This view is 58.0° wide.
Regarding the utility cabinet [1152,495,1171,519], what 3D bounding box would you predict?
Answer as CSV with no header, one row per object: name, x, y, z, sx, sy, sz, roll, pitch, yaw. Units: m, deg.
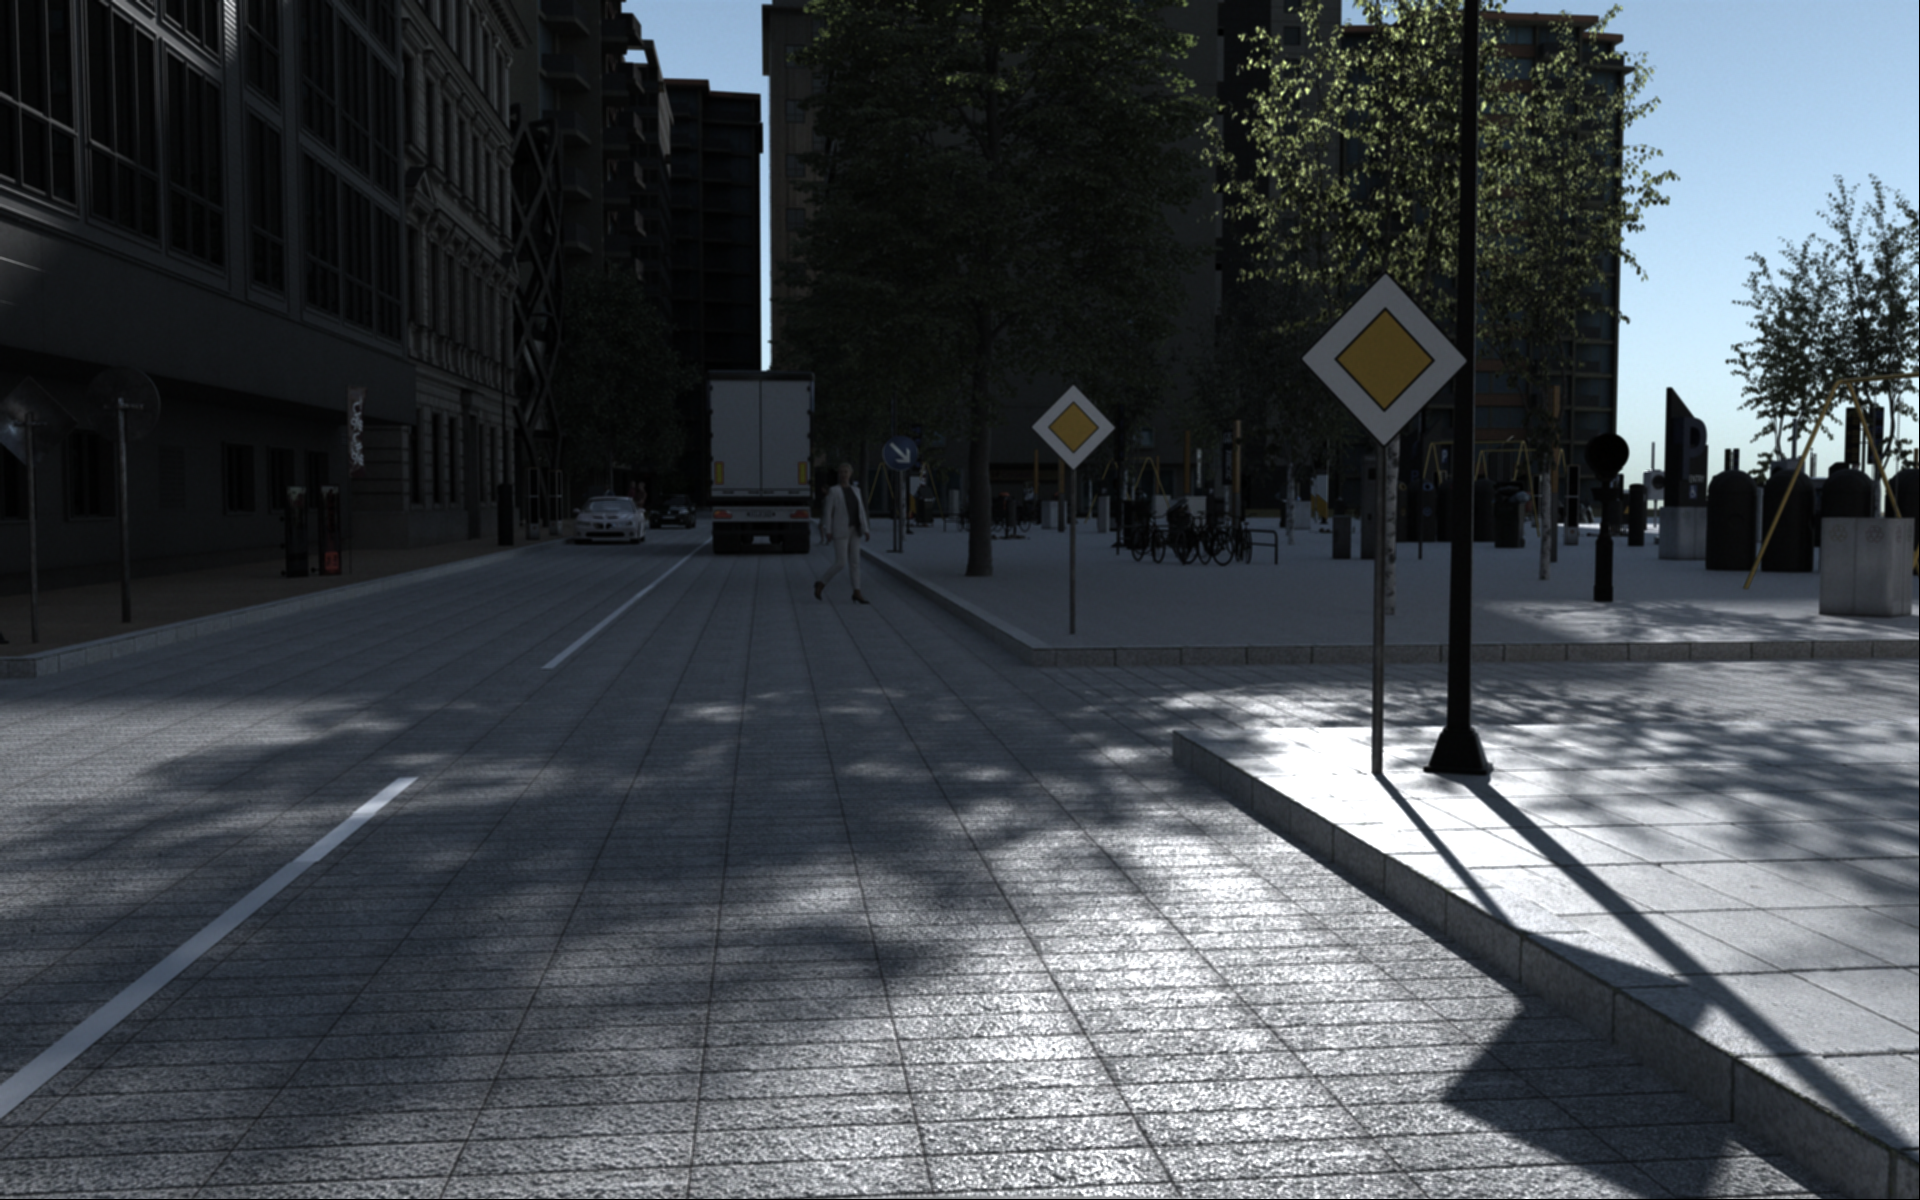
utility cabinet,10.544,-4.867,90.743,1.020,1.237,0.306,-2,4,-31

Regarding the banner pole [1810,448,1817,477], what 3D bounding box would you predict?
banner pole,46.462,-6.383,94.385,0.863,3.779,0.401,-3,5,-40

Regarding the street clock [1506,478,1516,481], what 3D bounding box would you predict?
street clock,25.222,-4.571,79.301,0.471,2.002,0.358,-2,4,-32

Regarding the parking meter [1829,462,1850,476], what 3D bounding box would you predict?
parking meter,16.201,-1.606,31.965,0.255,1.863,0.399,0,4,8

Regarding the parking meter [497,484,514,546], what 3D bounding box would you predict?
parking meter,-11.314,-2.122,43.099,0.372,1.533,0.369,0,3,0

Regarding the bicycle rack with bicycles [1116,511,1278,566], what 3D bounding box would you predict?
bicycle rack with bicycles,4.638,-1.145,32.097,2.852,0.926,2.925,-1,4,-10

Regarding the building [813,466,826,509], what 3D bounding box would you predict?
building,-2.712,-43.778,154.019,20.563,71.187,20.611,0,4,-6

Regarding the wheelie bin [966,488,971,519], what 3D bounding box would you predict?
wheelie bin,0.780,-4.811,86.569,0.980,1.594,0.693,0,4,2

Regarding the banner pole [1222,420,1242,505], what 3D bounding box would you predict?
banner pole,9.271,-4.205,58.774,0.863,3.779,0.401,2,4,28

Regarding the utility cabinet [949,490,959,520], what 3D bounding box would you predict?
utility cabinet,-0.284,-4.685,85.283,0.318,1.500,1.173,-1,4,-11

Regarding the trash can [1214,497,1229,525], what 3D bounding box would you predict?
trash can,10.989,-3.747,72.925,0.748,1.137,0.748,0,3,0

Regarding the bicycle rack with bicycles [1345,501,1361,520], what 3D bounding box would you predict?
bicycle rack with bicycles,20.448,-4.507,87.067,2.852,0.926,2.925,-1,4,-11

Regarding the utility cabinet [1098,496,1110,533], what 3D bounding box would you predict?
utility cabinet,4.751,-2.822,57.299,0.306,1.237,1.020,1,4,11

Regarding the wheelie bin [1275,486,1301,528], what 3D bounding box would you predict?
wheelie bin,12.528,-3.569,66.254,0.980,1.594,0.693,1,4,9

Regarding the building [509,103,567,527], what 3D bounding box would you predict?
building,-23.966,-12.178,66.557,16.820,18.784,16.811,0,4,-6

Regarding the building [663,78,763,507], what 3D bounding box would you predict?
building,-35.206,-32.301,182.743,28.867,44.769,22.147,0,4,-6

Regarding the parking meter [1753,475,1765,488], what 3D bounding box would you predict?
parking meter,24.494,-2.909,53.268,0.399,1.863,0.255,0,4,7

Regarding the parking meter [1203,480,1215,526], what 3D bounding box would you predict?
parking meter,10.073,-3.935,70.050,0.399,1.863,0.255,-2,4,-26

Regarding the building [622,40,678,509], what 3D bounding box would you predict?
building,-36.470,-27.814,146.643,23.993,40.220,32.217,0,4,-6

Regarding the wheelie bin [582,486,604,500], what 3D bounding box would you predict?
wheelie bin,-14.101,-3.610,66.929,0.980,1.594,0.693,-1,4,-10

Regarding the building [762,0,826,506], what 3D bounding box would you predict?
building,-7.603,-36.698,189.248,27.495,52.752,28.713,0,4,-6

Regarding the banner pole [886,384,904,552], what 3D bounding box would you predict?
banner pole,-1.472,-2.963,38.455,0.401,3.779,0.863,-1,4,-9

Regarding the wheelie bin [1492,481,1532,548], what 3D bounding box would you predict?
wheelie bin,13.160,-2.049,41.414,0.980,1.594,0.693,2,4,33

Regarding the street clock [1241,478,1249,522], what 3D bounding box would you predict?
street clock,13.106,-4.623,80.157,0.471,2.002,0.358,1,4,18

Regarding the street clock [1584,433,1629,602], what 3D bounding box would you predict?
street clock,7.704,-0.986,20.687,0.471,2.002,0.358,1,4,10

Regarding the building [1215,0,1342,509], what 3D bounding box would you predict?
building,21.441,-44.009,157.798,20.611,71.187,20.563,0,4,-6

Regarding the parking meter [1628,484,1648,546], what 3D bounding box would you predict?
parking meter,16.726,-2.104,42.810,0.372,1.533,0.369,0,3,0

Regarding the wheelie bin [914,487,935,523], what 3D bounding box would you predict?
wheelie bin,-1.599,-4.157,75.871,0.980,1.594,0.693,-2,4,-32

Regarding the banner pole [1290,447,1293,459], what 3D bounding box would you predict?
banner pole,16.010,-5.728,83.663,0.401,3.779,0.863,0,4,0

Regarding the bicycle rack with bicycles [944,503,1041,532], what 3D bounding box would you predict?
bicycle rack with bicycles,0.716,-2.802,59.192,2.852,0.926,2.925,-2,4,-28

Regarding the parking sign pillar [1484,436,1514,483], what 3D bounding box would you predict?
parking sign pillar,25.062,-5.634,80.580,1.447,3.967,1.447,-1,4,-17

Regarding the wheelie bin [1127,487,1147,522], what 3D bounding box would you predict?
wheelie bin,8.241,-4.452,80.698,0.980,1.594,0.693,-1,4,-12

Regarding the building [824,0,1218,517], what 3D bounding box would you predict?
building,2.778,-29.443,105.089,21.300,48.544,21.600,0,4,-6

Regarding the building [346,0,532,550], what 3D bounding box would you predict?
building,-18.412,-11.208,47.871,10.561,19.102,19.286,0,4,-6

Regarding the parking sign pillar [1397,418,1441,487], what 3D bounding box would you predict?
parking sign pillar,16.497,-4.462,61.423,1.447,3.967,1.447,-3,5,-42

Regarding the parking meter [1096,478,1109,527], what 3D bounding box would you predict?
parking meter,5.319,-3.604,64.639,0.399,1.863,0.255,-1,4,-18

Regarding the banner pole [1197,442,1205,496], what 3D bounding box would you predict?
banner pole,11.596,-5.715,83.455,0.401,3.779,0.863,3,4,37

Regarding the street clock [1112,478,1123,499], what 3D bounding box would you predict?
street clock,7.053,-4.465,77.568,0.471,2.002,0.358,0,4,8

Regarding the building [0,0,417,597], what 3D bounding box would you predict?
building,-17.857,-14.215,25.924,14.314,27.812,24.014,0,4,-6

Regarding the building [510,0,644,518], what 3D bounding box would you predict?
building,-30.320,-27.374,102.193,22.147,44.769,28.867,0,4,-6

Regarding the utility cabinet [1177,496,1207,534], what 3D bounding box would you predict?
utility cabinet,6.467,-2.277,48.383,0.306,1.237,1.020,3,5,42

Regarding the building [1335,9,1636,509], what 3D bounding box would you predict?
building,46.233,-30.908,159.973,28.867,44.769,22.147,0,4,-6

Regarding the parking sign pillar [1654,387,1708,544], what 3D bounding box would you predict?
parking sign pillar,18.507,-3.404,44.134,1.447,3.967,1.447,-3,4,-37

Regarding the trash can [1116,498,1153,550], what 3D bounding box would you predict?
trash can,4.102,-1.748,40.235,0.748,1.137,0.748,0,3,0

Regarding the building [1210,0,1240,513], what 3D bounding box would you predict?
building,3.941,-33.097,130.380,28.713,52.752,27.495,0,4,-6

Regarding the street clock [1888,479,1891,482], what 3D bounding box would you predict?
street clock,43.567,-4.672,80.963,0.471,2.002,0.358,-3,5,-43

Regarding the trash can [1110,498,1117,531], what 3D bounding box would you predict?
trash can,5.327,-2.938,59.693,0.748,1.137,0.748,0,3,0
